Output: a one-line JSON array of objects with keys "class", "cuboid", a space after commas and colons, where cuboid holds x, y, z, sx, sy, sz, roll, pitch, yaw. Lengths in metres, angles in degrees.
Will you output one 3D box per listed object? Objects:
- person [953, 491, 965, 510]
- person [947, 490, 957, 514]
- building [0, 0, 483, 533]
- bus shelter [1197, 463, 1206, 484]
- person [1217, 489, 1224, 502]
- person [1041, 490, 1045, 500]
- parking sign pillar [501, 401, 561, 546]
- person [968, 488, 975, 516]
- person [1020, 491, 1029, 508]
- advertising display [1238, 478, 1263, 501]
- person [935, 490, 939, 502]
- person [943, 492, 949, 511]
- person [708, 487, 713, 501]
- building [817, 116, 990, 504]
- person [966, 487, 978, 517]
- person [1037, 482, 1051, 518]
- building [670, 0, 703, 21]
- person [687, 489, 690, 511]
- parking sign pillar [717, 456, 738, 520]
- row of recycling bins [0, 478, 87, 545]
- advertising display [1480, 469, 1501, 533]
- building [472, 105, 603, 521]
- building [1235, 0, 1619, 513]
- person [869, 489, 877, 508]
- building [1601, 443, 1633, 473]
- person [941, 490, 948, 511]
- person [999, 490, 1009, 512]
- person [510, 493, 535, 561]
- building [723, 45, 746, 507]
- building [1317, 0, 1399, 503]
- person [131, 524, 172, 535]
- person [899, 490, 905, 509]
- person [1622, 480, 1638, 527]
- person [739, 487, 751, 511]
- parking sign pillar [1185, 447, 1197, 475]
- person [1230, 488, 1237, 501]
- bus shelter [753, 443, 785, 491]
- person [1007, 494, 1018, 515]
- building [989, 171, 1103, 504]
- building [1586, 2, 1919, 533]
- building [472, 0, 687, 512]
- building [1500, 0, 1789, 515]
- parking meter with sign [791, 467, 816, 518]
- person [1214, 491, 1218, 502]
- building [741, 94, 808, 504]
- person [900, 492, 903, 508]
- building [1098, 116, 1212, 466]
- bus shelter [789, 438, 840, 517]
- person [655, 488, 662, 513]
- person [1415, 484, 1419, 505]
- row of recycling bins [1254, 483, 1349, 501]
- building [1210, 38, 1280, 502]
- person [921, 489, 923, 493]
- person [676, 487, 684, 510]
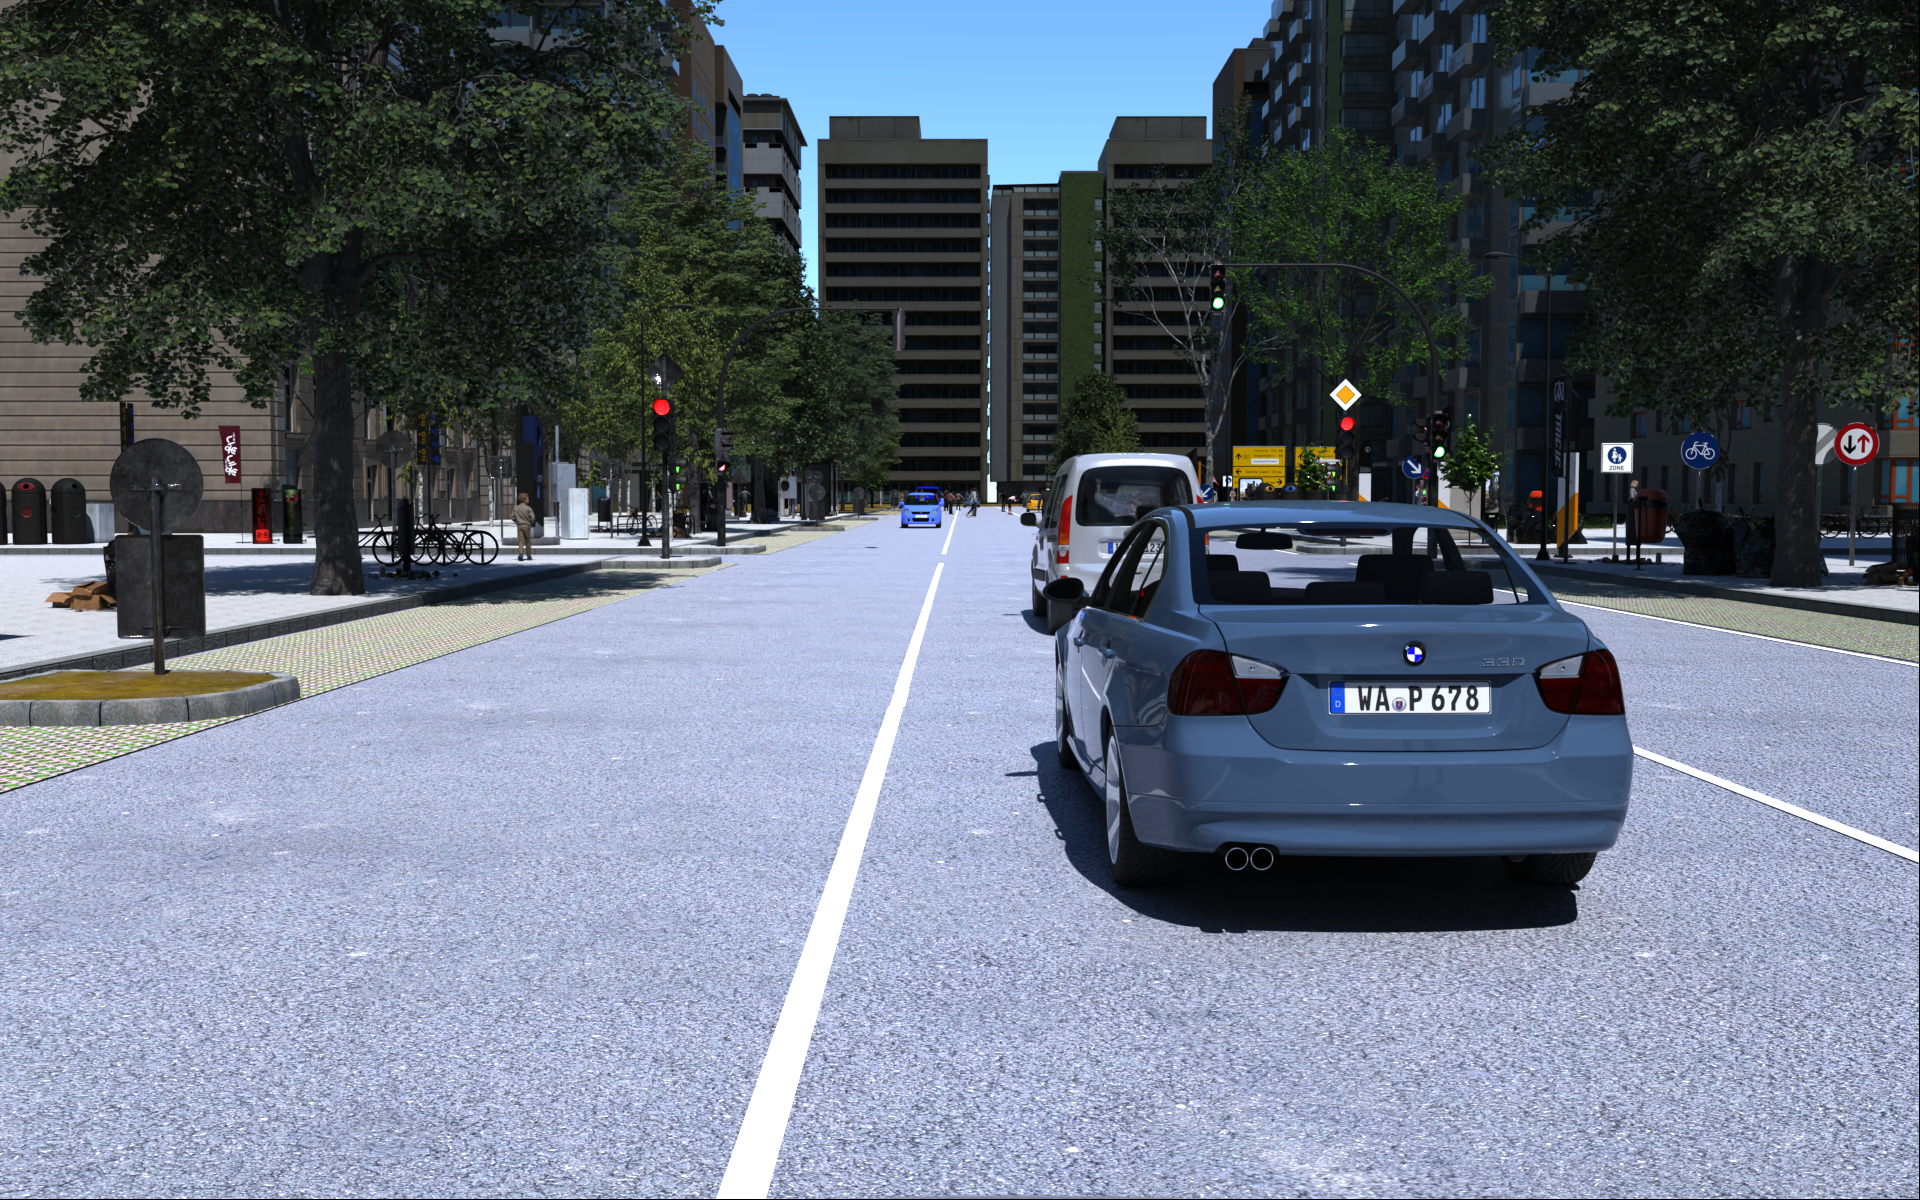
[{"class": "person", "cuboid": [-0.095, -8.757, 152.385, 1.217, 1.736, 0.721, 2, 4, 35]}, {"class": "person", "cuboid": [-0.571, -6.964, 123.065, 0.721, 1.736, 1.217, -2, 4, -33]}, {"class": "building", "cuboid": [-27.998, -16.546, 67.787, 12.463, 27.353, 25.104, 0, 3, 0]}, {"class": "bus shelter", "cuboid": [15.084, -7.346, 114.027, 2.014, 3.302, 5.546, 0, 4, 0]}, {"class": "person", "cuboid": [24.613, -9.668, 164.837, 1.217, 1.735, 0.721, -1, 4, -22]}, {"class": "person", "cuboid": [6.059, -7.057, 124.603, 0.721, 1.735, 1.217, 2, 4, 28]}, {"class": "parking sign pillar", "cuboid": [-10.822, -3.370, 43.579, 1.447, 3.967, 1.447, 0, 4, -2]}, {"class": "person", "cuboid": [0.736, -6.303, 111.741, 0.466, 1.800, 0.511, 1, 4, 12]}, {"class": "person", "cuboid": [6.823, -10.601, 181.905, 1.350, 1.814, 0.705, -2, 4, -34]}, {"class": "advertising display", "cuboid": [11.482, -3.869, 68.479, 0.974, 1.923, 0.123, -1, 4, -9]}, {"class": "person", "cuboid": [-1.752, -7.779, 136.364, 0.721, 1.739, 1.217, 0, 4, -4]}, {"class": "person", "cuboid": [-1.190, -8.373, 146.873, 0.593, 1.643, 0.415, 0, 4, 0]}, {"class": "person", "cuboid": [-18.309, -7.390, 126.953, 0.705, 1.814, 1.350, -1, 4, -18]}, {"class": "building", "cuboid": [-7.054, -36.802, 225.407, 21.600, 48.544, 21.300, 0, 3, 0]}, {"class": "person", "cuboid": [0.778, -5.982, 106.146, 0.795, 1.843, 0.661, -1, 4, -19]}, {"class": "person", "cuboid": [3.041, -3.218, 60.892, 0.659, 1.850, 0.755, 0, 4, 1]}, {"class": "building", "cuboid": [-29.750, -30.905, 155.405, 14.600, 45.320, 14.200, 0, 3, 0]}, {"class": "person", "cuboid": [-20.995, -7.809, 134.637, 0.530, 1.710, 0.541, 3, 4, 36]}, {"class": "parking sign pillar", "cuboid": [-11.941, -6.067, 87.672, 1.447, 3.967, 1.447, -1, 4, -22]}, {"class": "row of recycling bins", "cuboid": [-24.046, -2.240, 43.742, 3.534, 1.692, 1.069, -2, 4, -29]}, {"class": "advertising display", "cuboid": [13.658, -2.409, 44.608, 0.123, 1.923, 0.974, 3, 5, 39]}, {"class": "building", "cuboid": [-28.287, -15.385, 93.341, 13.314, 21.916, 24.055, 0, 3, 0]}, {"class": "building", "cuboid": [38.254, -32.344, 148.425, 23.786, 49.044, 30.456, 0, 3, 0]}, {"class": "person", "cuboid": [-8.236, -9.592, 163.596, 0.721, 1.735, 1.217, -3, 4, -37]}, {"class": "building", "cuboid": [60.650, -31.914, 171.910, 14.200, 45.320, 14.600, 0, 3, 0]}, {"class": "person", "cuboid": [-1.185, -8.503, 147.665, 1.348, 1.807, 0.705, 1, 4, 12]}, {"class": "person", "cuboid": [3.575, -8.001, 140.138, 0.721, 1.723, 1.217, -3, 5, -39]}, {"class": "person", "cuboid": [-8.410, -1.408, 33.332, 0.475, 1.303, 0.640, 0, 4, -7]}, {"class": "building", "cuboid": [-29.251, -31.852, 170.891, 14.200, 45.320, 14.600, 0, 3, 0]}, {"class": "building", "cuboid": [33.226, -27.047, 125.806, 14.154, 41.232, 14.086, 0, 3, 0]}, {"class": "person", "cuboid": [-8.047, -0.661, 17.275, 0.576, 1.772, 0.534, 2, 4, 28]}, {"class": "person", "cuboid": [-5.058, -8.543, 148.709, 0.617, 1.759, 0.750, -2, 4, -25]}, {"class": "person", "cuboid": [25.319, -3.602, 65.126, 0.728, 1.800, 0.709, 2, 4, 32]}, {"class": "person", "cuboid": [-16.090, -7.555, 129.650, 1.350, 1.814, 0.705, 0, 4, 2]}, {"class": "parking sign pillar", "cuboid": [12.989, -6.800, 99.657, 1.447, 3.967, 1.447, 1, 4, 13]}, {"class": "person", "cuboid": [17.276, -6.309, 109.533, 0.374, 1.781, 0.599, 3, 5, 44]}, {"class": "bus shelter", "cuboid": [-10.871, -7.609, 102.039, 2.179, 5.291, 8.768, 0, 4, 0]}, {"class": "person", "cuboid": [3.622, -6.629, 120.075, 0.628, 1.438, 0.799, 2, 4, 23]}, {"class": "building", "cuboid": [10.826, -32.908, 221.637, 14.086, 41.232, 14.154, 0, 3, 0]}, {"class": "building", "cuboid": [45.077, -13.778, 70.314, 28.899, 21.520, 27.650, 0, 3, 0]}, {"class": "building", "cuboid": [-33.726, -31.345, 132.106, 23.786, 49.044, 30.456, 0, 3, 0]}, {"class": "building", "cuboid": [38.342, -29.472, 101.476, 23.786, 49.044, 30.456, 0, 3, 0]}, {"class": "parking meter with sign", "cuboid": [-8.076, -5.874, 92.304, 1.738, 3.016, 0.543, 1, 4, 13]}, {"class": "person", "cuboid": [15.404, -6.005, 104.972, 0.466, 1.731, 0.760, -2, 4, -29]}, {"class": "building", "cuboid": [-32.809, -39.103, 228.573, 27.495, 52.752, 28.713, 0, 3, 0]}, {"class": "person", "cuboid": [-5.665, -9.866, 169.824, 0.705, 1.822, 1.348, 0, 4, -8]}, {"class": "building", "cuboid": [28.676, -36.806, 225.486, 21.600, 48.544, 21.300, 0, 3, 0]}, {"class": "bus shelter", "cuboid": [-8.223, -7.486, 100.022, 2.179, 5.291, 8.768, 0, 3, 0]}, {"class": "person", "cuboid": [-20.950, -6.954, 120.459, 0.721, 1.735, 1.217, -2, 4, -30]}, {"class": "person", "cuboid": [25.699, -5.559, 96.956, 0.654, 1.822, 0.581, -1, 4, -13]}, {"class": "row of recycling bins", "cuboid": [12.672, -3.490, 64.182, 3.534, 1.692, 1.069, 1, 4, 14]}, {"class": "building", "cuboid": [32.828, -31.913, 171.886, 14.600, 45.320, 14.200, 0, 3, 0]}, {"class": "person", "cuboid": [-2.791, -7.234, 126.775, 1.348, 1.824, 0.705, 1, 4, 16]}, {"class": "person", "cuboid": [-18.417, -6.574, 113.795, 0.520, 1.790, 0.573, 0, 4, -6]}]
